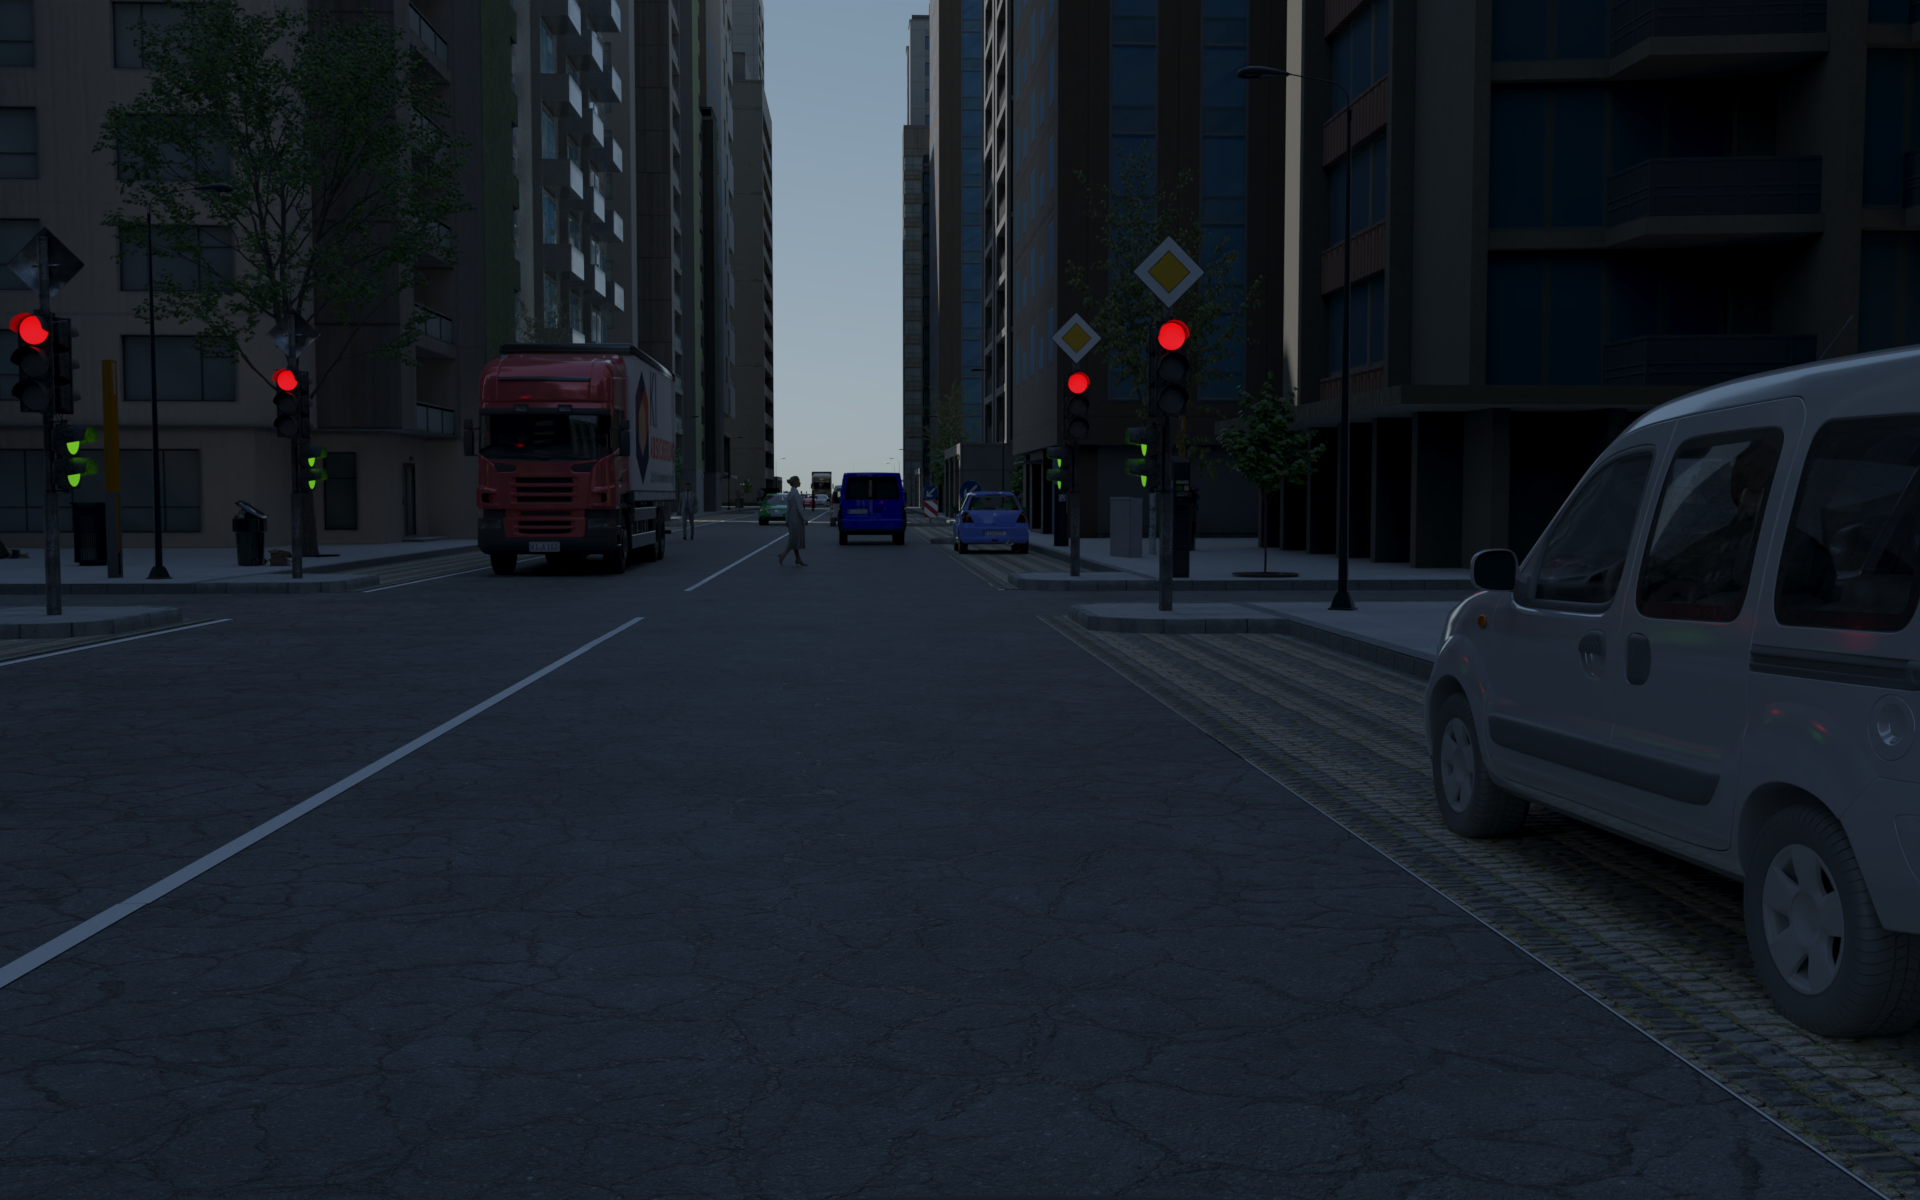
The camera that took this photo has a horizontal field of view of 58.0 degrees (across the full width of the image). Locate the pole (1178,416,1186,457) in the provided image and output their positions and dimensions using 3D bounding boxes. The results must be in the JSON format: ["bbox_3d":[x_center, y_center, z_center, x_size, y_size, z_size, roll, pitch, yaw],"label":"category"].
[{"bbox_3d":[5.442,-2.977,42.517,0.158,3.312,0.155,0,3,0],"label":"pole"}]

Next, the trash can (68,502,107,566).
[{"bbox_3d":[-15.538,-1.184,31.017,0.748,1.137,0.748,0,3,0],"label":"trash can"}]

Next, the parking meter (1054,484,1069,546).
[{"bbox_3d":[2.493,-2.087,42.536,0.372,1.533,0.369,0,3,0],"label":"parking meter"}]

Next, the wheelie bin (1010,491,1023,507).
[{"bbox_3d":[2.586,-4.149,75.749,0.980,1.594,0.693,2,4,30],"label":"wheelie bin"}]

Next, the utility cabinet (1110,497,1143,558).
[{"bbox_3d":[3.393,-1.478,35.330,0.306,1.237,1.020,-1,4,-18],"label":"utility cabinet"}]

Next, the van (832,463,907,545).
[{"bbox_3d":[-2.606,-2.822,50.523,2.240,2.365,5.245,0,4,-4],"label":"van"}]

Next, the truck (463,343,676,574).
[{"bbox_3d":[-7.433,-2.786,34.461,2.839,4.237,11.283,0,4,-4],"label":"truck"}]

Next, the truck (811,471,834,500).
[{"bbox_3d":[-17.291,-13.923,216.549,2.839,4.237,11.283,0,4,-5],"label":"truck"}]

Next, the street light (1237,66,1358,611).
[{"bbox_3d":[3.707,-2.842,19.013,1.470,5.913,1.316,0,4,-3],"label":"street light"}]

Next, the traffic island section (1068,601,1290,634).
[{"bbox_3d":[2.287,0.196,19.083,2.009,0.180,2.903,0,4,-3],"label":"traffic island section"}]

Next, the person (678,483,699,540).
[{"bbox_3d":[-8.490,-2.777,54.176,0.678,1.792,0.850,0,4,-1],"label":"person"}]

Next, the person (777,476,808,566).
[{"bbox_3d":[-3.335,-1.575,34.473,0.641,1.798,0.478,-1,4,-13],"label":"person"}]

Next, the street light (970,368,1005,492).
[{"bbox_3d":[1.065,-5.593,63.993,1.470,5.913,1.316,0,4,-3],"label":"street light"}]

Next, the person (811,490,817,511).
[{"bbox_3d":[-12.215,-8.311,145.064,0.721,1.739,1.217,1,4,12],"label":"person"}]

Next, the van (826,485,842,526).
[{"bbox_3d":[-5.040,-4.359,78.282,2.013,2.044,4.112,0,4,-3],"label":"van"}]

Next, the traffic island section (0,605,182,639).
[{"bbox_3d":[-9.634,0.238,18.390,2.009,0.180,2.903,0,4,-3],"label":"traffic island section"}]

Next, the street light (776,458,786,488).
[{"bbox_3d":[-23.219,-15.370,223.836,1.470,5.913,1.316,0,4,-3],"label":"street light"}]

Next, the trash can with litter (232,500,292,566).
[{"bbox_3d":[-12.442,-1.199,30.995,1.055,1.170,0.624,0,4,-2],"label":"trash can with litter"}]

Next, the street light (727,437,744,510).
[{"bbox_3d":[-18.215,-10.268,140.426,1.470,5.913,1.316,0,4,-3],"label":"street light"}]

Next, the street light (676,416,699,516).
[{"bbox_3d":[-16.121,-7.949,102.505,1.470,5.913,1.316,0,4,-3],"label":"street light"}]

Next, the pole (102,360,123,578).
[{"bbox_3d":[-12.936,-1.993,26.429,0.158,3.312,0.155,0,3,0],"label":"pole"}]

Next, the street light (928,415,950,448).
[{"bbox_3d":[-1.162,-7.921,102.041,1.470,5.913,1.316,0,4,-3],"label":"street light"}]

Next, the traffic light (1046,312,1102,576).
[{"bbox_3d":[1.778,-2.325,26.938,0.839,4.253,0.868,0,4,-3],"label":"traffic light"}]

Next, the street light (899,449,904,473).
[{"bbox_3d":[-5.572,-12.577,178.173,1.470,5.913,1.316,0,4,-3],"label":"street light"}]

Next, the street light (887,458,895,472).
[{"bbox_3d":[-8.361,-15.323,223.078,1.470,5.913,1.316,0,4,-3],"label":"street light"}]

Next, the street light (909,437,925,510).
[{"bbox_3d":[-3.454,-10.254,140.192,1.470,5.913,1.316,0,4,-3],"label":"street light"}]

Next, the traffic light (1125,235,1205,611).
[{"bbox_3d":[2.247,-1.838,18.966,0.839,4.253,0.868,0,4,-3],"label":"traffic light"}]

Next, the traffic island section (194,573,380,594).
[{"bbox_3d":[-10.102,-0.250,26.361,2.009,0.180,2.903,0,4,-3],"label":"traffic island section"}]

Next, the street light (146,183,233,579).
[{"bbox_3d":[-11.568,-3.272,26.031,1.470,5.913,1.316,0,4,-3],"label":"street light"}]

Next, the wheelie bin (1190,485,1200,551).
[{"bbox_3d":[5.088,-1.922,39.329,0.693,1.594,0.980,1,4,13],"label":"wheelie bin"}]

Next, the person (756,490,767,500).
[{"bbox_3d":[-18.147,-9.253,159.744,1.348,1.831,0.705,1,4,19],"label":"person"}]

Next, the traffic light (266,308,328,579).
[{"bbox_3d":[-10.062,-2.282,26.229,0.839,4.253,0.868,0,4,-3],"label":"traffic light"}]

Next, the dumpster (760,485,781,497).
[{"bbox_3d":[-17.954,-9.718,163.832,1.985,2.255,1.502,0,4,-2],"label":"dumpster"}]

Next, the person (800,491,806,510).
[{"bbox_3d":[-14.002,-8.801,153.334,0.756,1.711,0.436,-1,4,-16],"label":"person"}]

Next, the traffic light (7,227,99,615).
[{"bbox_3d":[-9.593,-1.794,18.257,0.839,4.253,0.868,0,4,-3],"label":"traffic light"}]

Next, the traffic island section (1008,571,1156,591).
[{"bbox_3d":[1.819,-0.292,27.054,2.009,0.180,2.903,0,4,-3],"label":"traffic island section"}]

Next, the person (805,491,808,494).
[{"bbox_3d":[-19.832,-13.149,223.629,1.348,1.807,0.705,-1,4,-18],"label":"person"}]

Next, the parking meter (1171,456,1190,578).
[{"bbox_3d":[3.367,-1.277,26.589,0.255,1.863,0.399,0,4,-7],"label":"parking meter"}]
